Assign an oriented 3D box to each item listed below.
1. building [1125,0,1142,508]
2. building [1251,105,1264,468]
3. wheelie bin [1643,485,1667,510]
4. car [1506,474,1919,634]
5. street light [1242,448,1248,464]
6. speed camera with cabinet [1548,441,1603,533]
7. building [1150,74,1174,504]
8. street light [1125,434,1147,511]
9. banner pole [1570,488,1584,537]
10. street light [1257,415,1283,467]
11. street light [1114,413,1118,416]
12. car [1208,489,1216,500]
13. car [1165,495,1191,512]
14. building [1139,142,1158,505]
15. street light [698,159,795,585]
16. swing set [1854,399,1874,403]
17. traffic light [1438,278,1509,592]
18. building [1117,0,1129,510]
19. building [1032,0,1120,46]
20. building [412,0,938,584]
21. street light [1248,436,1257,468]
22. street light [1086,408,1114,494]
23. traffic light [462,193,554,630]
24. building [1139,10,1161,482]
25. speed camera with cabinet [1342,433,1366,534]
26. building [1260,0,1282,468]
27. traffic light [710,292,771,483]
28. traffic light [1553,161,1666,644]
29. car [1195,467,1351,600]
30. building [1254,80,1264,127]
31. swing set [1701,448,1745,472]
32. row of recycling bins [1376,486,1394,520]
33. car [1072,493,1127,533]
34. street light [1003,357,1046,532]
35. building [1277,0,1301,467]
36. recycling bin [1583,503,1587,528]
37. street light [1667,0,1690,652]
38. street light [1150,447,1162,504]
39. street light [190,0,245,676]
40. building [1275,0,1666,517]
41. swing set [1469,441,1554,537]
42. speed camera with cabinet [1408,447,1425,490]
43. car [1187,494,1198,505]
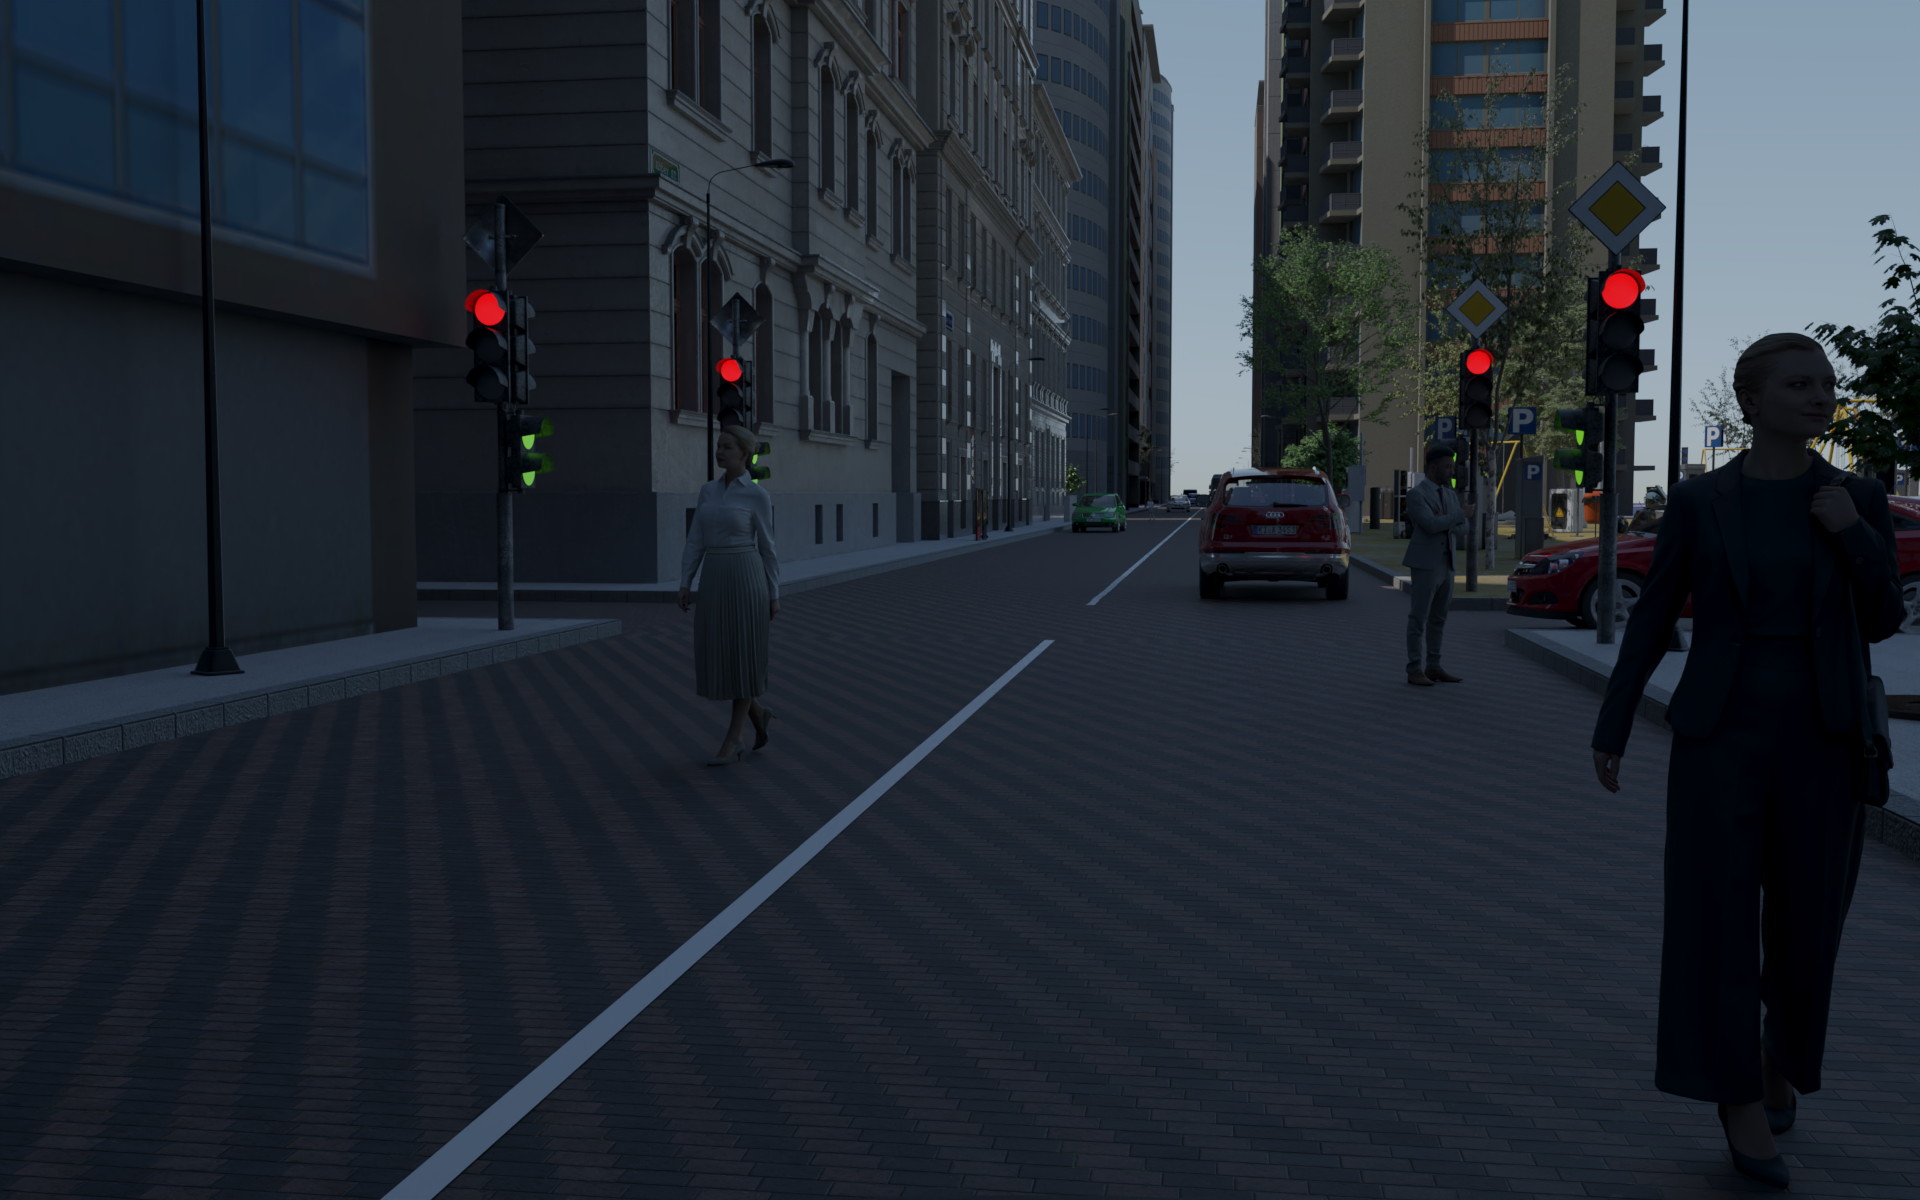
[{"bbox_3d":[4.836,-32.386,153.218,21.300,48.544,21.600,1,4,8],"label":"building"},{"bbox_3d":[40.053,-33.315,194.809,14.600,45.320,14.200,1,4,8],"label":"building"},{"bbox_3d":[29.373,-3.996,73.235,0.980,1.594,0.693,2,4,32],"label":"wheelie bin"},{"bbox_3d":[7.907,-0.525,17.621,4.494,1.783,2.155,1,4,10],"label":"car"},{"bbox_3d":[30.780,-13.005,185.173,1.470,5.913,1.316,1,4,8],"label":"street light"},{"bbox_3d":[20.428,-3.839,57.108,0.660,3.252,2.038,-2,4,-32],"label":"speed camera with cabinet"},{"bbox_3d":[18.174,-42.540,237.529,21.231,58.520,28.212,1,4,8],"label":"building"},{"bbox_3d":[13.582,-9.915,134.654,1.470,5.913,1.316,1,4,8],"label":"street light"},{"bbox_3d":[18.568,-3.789,51.969,0.401,3.779,0.863,1,4,17],"label":"banner pole"},{"bbox_3d":[18.460,-7.934,102.258,1.470,5.913,1.316,1,4,8],"label":"street light"},{"bbox_3d":[8.401,-7.795,99.995,1.470,5.913,1.316,1,4,8],"label":"street light"},{"bbox_3d":[20.937,-7.911,138.020,2.281,1.827,5.304,0,4,7],"label":"car"},{"bbox_3d":[17.528,-7.745,138.992,2.083,1.381,4.827,0,4,8],"label":"car"},{"bbox_3d":[17.410,-34.648,216.602,14.600,45.320,14.200,1,4,8],"label":"building"},{"bbox_3d":[-2.978,-3.161,24.220,1.470,5.913,1.316,1,4,8],"label":"street light"},{"bbox_3d":[16.057,-1.882,28.383,3.119,2.851,2.862,1,4,10],"label":"swing set"},{"bbox_3d":[6.715,-2.065,22.686,0.839,4.253,0.868,1,4,8],"label":"traffic light"},{"bbox_3d":[5.618,-27.601,134.872,14.154,41.232,14.086,1,4,8],"label":"building"},{"bbox_3d":[-0.903,-34.928,113.074,21.231,58.520,28.212,1,4,8],"label":"building"},{"bbox_3d":[-8.837,-15.195,35.820,14.401,28.519,23.554,1,4,8],"label":"building"},{"bbox_3d":[23.776,-10.084,137.411,1.470,5.913,1.316,1,4,8],"label":"street light"},{"bbox_3d":[7.406,-7.400,93.536,1.470,5.913,1.316,1,4,8],"label":"street light"},{"bbox_3d":[-4.268,-1.670,16.229,0.839,4.253,0.868,1,4,8],"label":"traffic light"},{"bbox_3d":[7.835,-37.136,196.405,28.713,52.752,27.495,1,4,8],"label":"building"},{"bbox_3d":[12.839,-3.805,56.545,0.660,3.252,2.038,0,4,7],"label":"speed camera with cabinet"},{"bbox_3d":[37.878,-37.524,155.520,21.231,58.520,28.212,1,4,8],"label":"building"},{"bbox_3d":[-3.090,-2.153,24.127,0.839,4.253,0.868,1,4,8],"label":"traffic light"},{"bbox_3d":[5.537,-1.582,14.788,0.839,4.253,0.868,1,4,8],"label":"traffic light"},{"bbox_3d":[4.547,-1.010,25.188,2.281,1.827,5.304,1,4,10],"label":"car"},{"bbox_3d":[51.028,-38.235,214.385,28.713,52.752,27.495,1,4,8],"label":"building"},{"bbox_3d":[26.992,-3.763,59.138,3.119,2.851,2.862,1,4,11],"label":"swing set"},{"bbox_3d":[21.870,-4.941,87.900,1.069,1.692,3.534,-1,4,-14],"label":"row of recycling bins"},{"bbox_3d":[5.309,-3.493,65.907,1.959,1.807,4.718,1,4,10],"label":"car"},{"bbox_3d":[2.203,-5.281,58.880,1.470,5.913,1.316,1,4,8],"label":"street light"},{"bbox_3d":[31.876,-27.575,134.454,14.154,41.232,14.086,1,4,8],"label":"building"},{"bbox_3d":[23.055,-3.211,65.059,0.722,1.027,0.722,-2,4,-28],"label":"recycling bin"},{"bbox_3d":[5.301,-2.545,14.148,1.470,5.913,1.316,1,4,8],"label":"street light"},{"bbox_3d":[18.792,-12.074,169.947,1.470,5.913,1.316,1,4,8],"label":"street light"},{"bbox_3d":[-4.765,-2.419,12.098,1.470,5.913,1.316,1,4,8],"label":"street light"},{"bbox_3d":[31.974,-27.966,111.868,22.147,44.769,28.867,1,4,8],"label":"building"},{"bbox_3d":[15.786,-3.347,52.351,2.862,2.851,3.119,-2,4,-25],"label":"swing set"},{"bbox_3d":[19.541,-4.801,72.830,0.660,3.252,2.038,-1,4,-21],"label":"speed camera with cabinet"},{"bbox_3d":[27.304,-11.811,202.705,1.945,1.707,3.694,0,4,7],"label":"car"}]
